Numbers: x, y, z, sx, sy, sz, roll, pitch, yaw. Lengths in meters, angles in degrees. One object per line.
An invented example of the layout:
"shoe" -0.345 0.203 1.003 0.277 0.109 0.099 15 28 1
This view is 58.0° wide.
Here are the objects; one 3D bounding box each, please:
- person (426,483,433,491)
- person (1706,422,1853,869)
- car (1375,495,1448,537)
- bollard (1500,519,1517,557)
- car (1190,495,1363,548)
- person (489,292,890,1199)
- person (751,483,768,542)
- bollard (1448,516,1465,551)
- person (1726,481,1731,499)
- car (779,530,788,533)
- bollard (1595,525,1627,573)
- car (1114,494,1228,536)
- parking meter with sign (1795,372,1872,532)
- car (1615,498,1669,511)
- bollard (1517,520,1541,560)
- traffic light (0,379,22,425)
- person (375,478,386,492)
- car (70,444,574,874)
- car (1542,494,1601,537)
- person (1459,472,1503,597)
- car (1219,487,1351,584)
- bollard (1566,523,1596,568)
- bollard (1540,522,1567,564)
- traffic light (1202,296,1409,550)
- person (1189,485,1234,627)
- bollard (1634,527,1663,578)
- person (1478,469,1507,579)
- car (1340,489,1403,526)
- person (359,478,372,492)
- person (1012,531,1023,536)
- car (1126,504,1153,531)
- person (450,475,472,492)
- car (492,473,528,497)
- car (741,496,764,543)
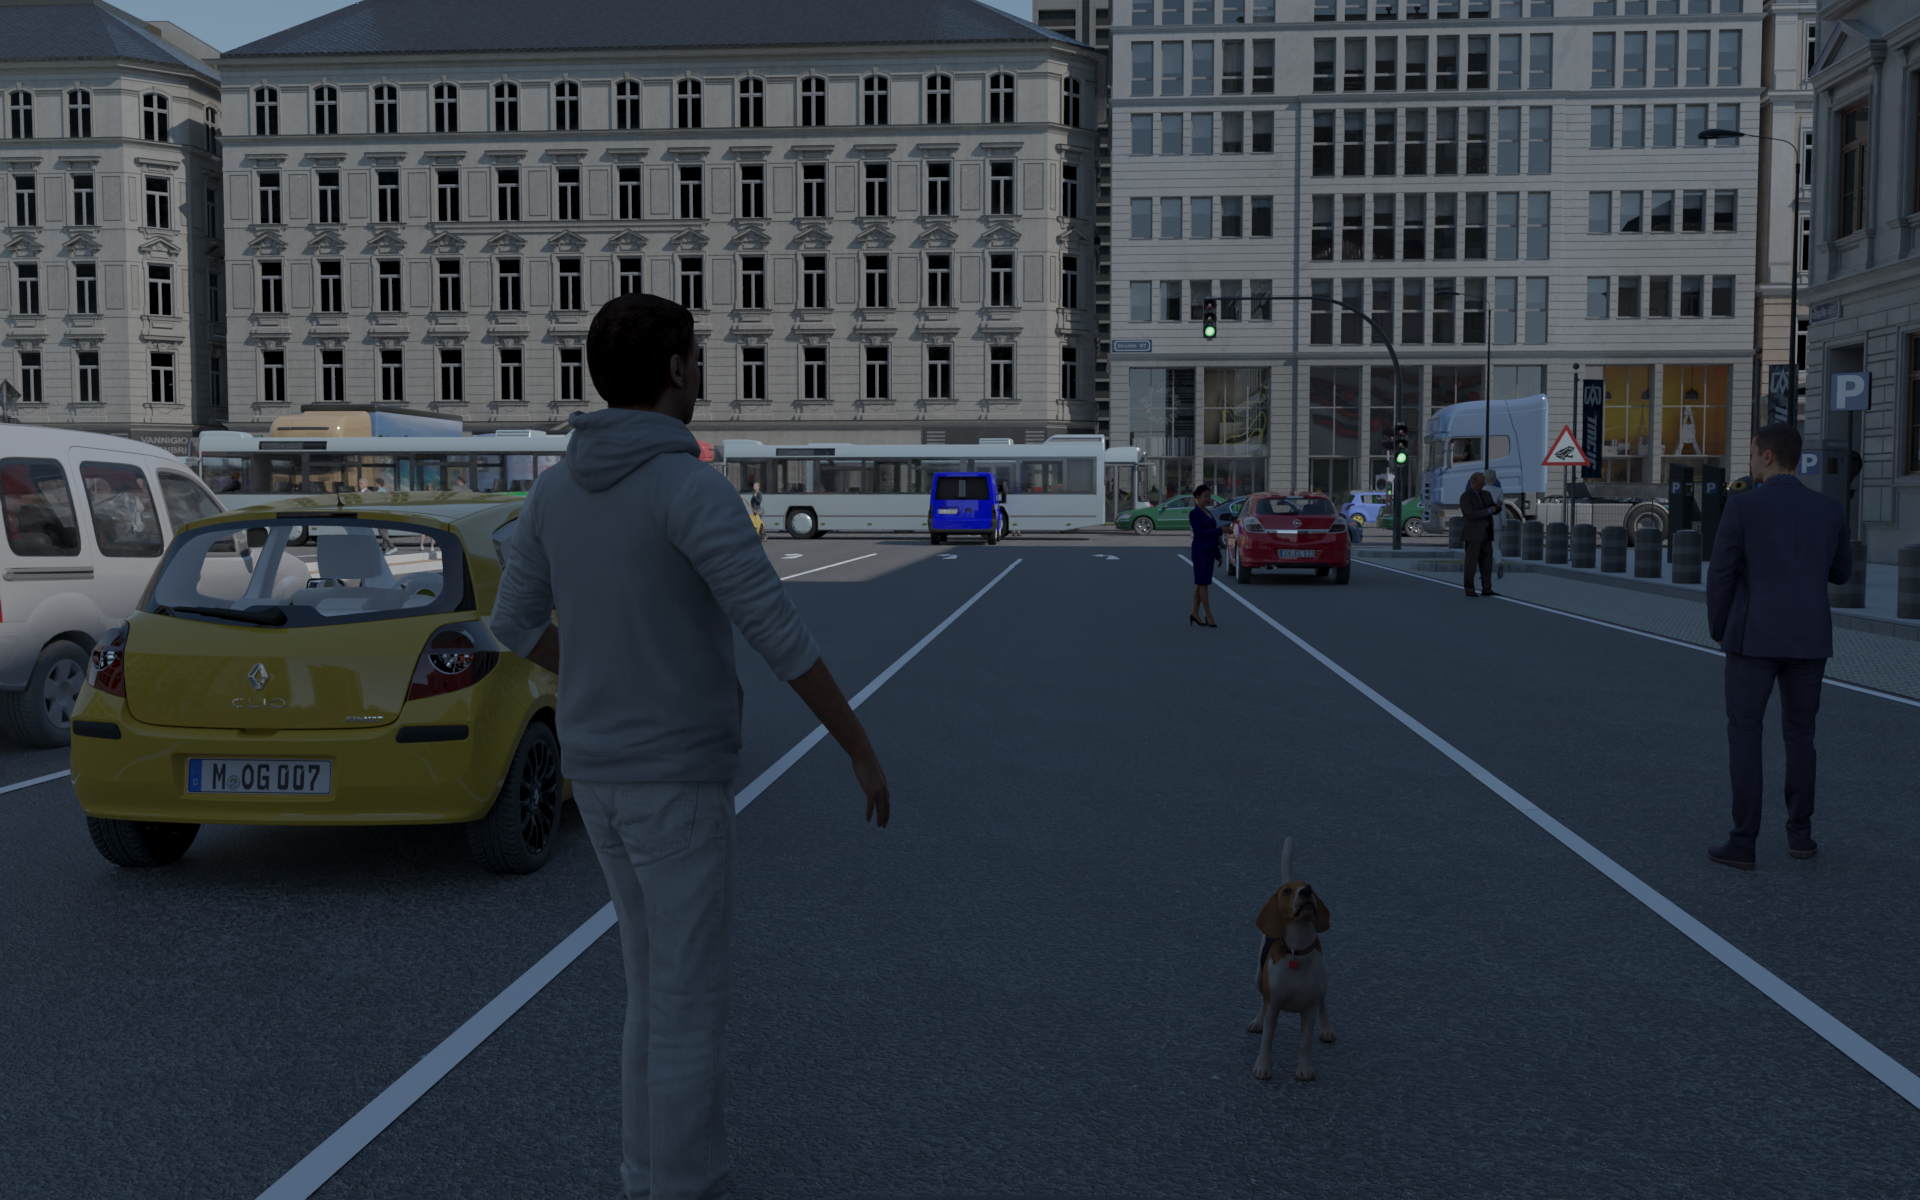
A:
"person" -13.416 -2.099 43.824 0.512 1.701 0.522 -2 4 -28
"person" 3.194 0.162 6.772 0.541 1.710 0.530 1 4 13
"car" 16.465 -2.831 58.088 4.920 1.459 2.131 0 4 4
"bollard" 11.273 -1.265 35.406 0.404 0.777 0.398 0 3 0
"car" 8.341 -2.060 45.683 4.499 1.417 2.014 0 4 3
"person" -0.507 0.325 3.340 0.875 1.805 0.789 3 4 36
"person" -6.034 -2.612 51.624 0.576 1.772 0.534 2 4 34
"bollard" 11.688 -1.588 40.683 0.404 0.777 0.398 0 3 0
"person" 28.171 -3.397 63.397 0.474 1.900 0.648 -2 4 -32
"car" -7.750 -3.262 65.341 4.499 1.417 2.014 0 4 3
"bollard" 10.721 -0.836 28.388 0.404 0.777 0.398 0 3 0
"car" 7.815 -2.957 60.143 4.920 1.459 2.131 0 4 6
"parking meter with sign" 12.113 -1.723 24.429 1.738 3.016 0.543 -3 4 -36
"car" 25.274 -3.261 65.123 4.920 1.459 2.131 0 4 4
"bollard" 11.131 -1.158 33.648 0.404 0.777 0.398 0 3 0
"traffic light" -23.321 -3.271 42.395 0.839 4.253 0.868 0 4 4
"person" -13.697 -2.002 41.254 0.620 1.820 0.660 0 4 -1
"car" -2.307 0.135 8.017 2.015 1.641 3.980 0 4 5
"car" 20.164 -2.889 57.021 2.009 1.686 4.222 0 4 5
"person" 7.296 -0.917 24.185 0.600 1.739 0.565 2 4 35
"car" 5.457 -1.227 29.101 2.155 1.783 4.494 0 4 5
"bollard" 10.861 -0.943 30.140 0.404 0.777 0.398 0 3 0
"bollard" 10.995 -1.050 31.892 0.404 0.777 0.398 0 3 0
"traffic light" 7.947 -3.985 39.824 4.771 5.953 1.251 0 4 4
"person" 2.732 -0.477 18.667 0.546 1.535 0.453 1 4 21
"bollard" 10.582 -0.728 26.626 0.404 0.777 0.398 0 3 0
"person" 8.790 -1.244 28.724 0.514 1.842 0.818 0 4 1
"car" 18.091 -3.922 73.718 3.694 1.707 1.945 0 4 4
"person" -12.900 -1.743 37.397 0.661 1.777 0.834 2 4 33
"person" 1.922 -2.807 58.668 0.394 1.301 0.425 1 4 22
"car" 4.966 -3.601 67.548 5.304 1.827 2.281 0 4 3
"person" -10.858 -1.778 37.378 0.447 1.846 0.655 3 5 41
"car" -7.640 -1.339 30.690 1.959 1.807 4.718 0 4 3
"car" -6.418 -2.225 46.598 2.015 1.641 3.980 0 4 5
